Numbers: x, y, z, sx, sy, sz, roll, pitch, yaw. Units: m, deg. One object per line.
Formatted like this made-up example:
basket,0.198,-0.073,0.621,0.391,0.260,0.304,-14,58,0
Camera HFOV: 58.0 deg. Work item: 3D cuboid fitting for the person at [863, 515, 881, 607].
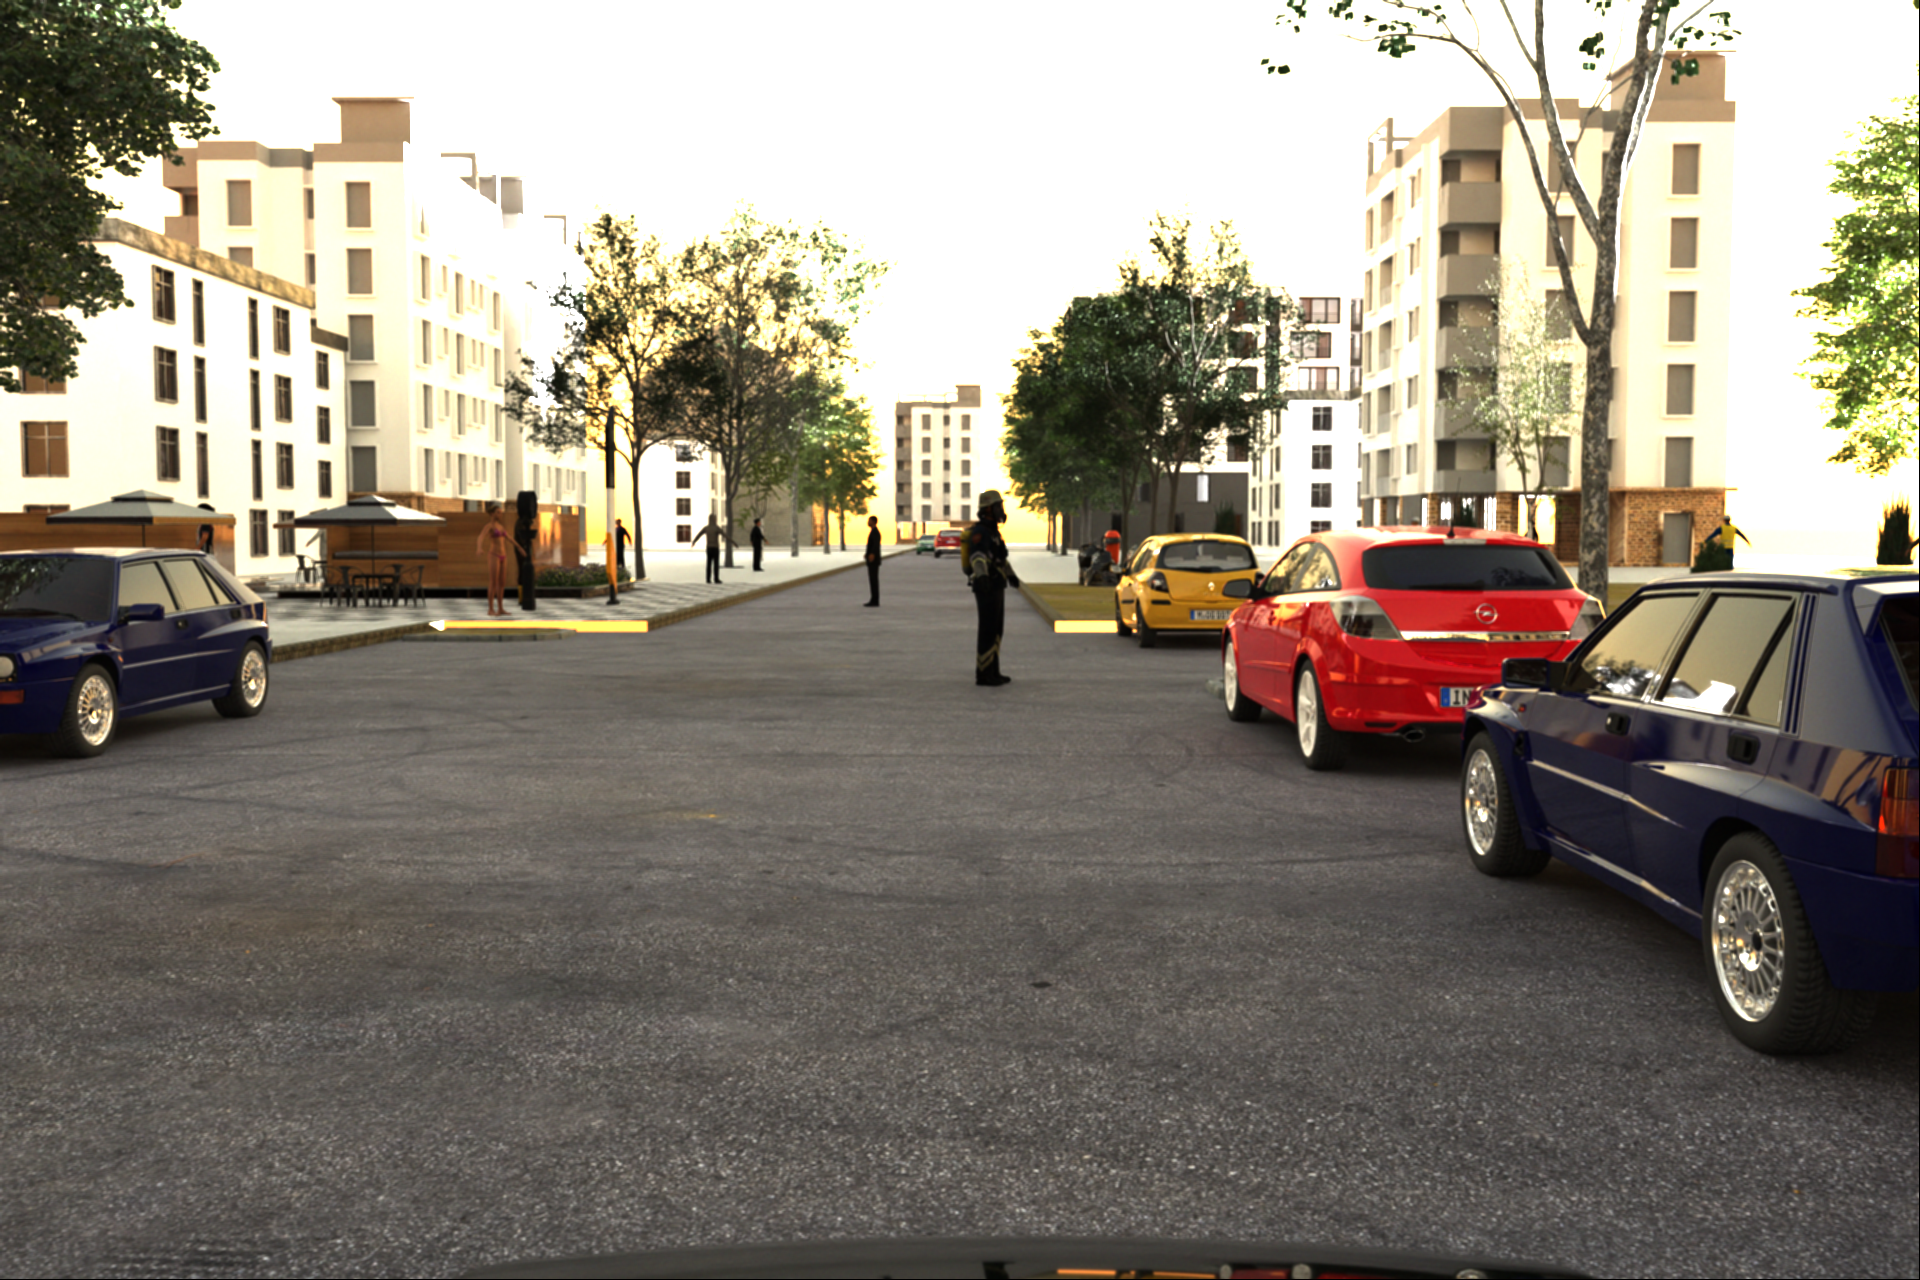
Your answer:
person,-1.743,-1.568,34.312,0.704,1.802,1.346,0,4,-8

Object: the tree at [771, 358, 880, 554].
tree,-9.006,-11.813,111.274,7.486,12.596,7.792,0,3,0

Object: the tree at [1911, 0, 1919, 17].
tree,8.369,-5.552,8.900,7.486,12.596,7.792,0,3,0

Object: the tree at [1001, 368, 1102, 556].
tree,6.210,-10.851,103.176,9.928,11.665,9.643,0,3,0

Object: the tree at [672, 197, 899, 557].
tree,-9.981,-14.793,97.747,12.611,20.169,13.585,0,3,0

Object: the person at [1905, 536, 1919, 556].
person,16.806,-1.416,29.426,1.348,1.796,0.705,3,4,36

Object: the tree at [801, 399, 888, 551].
tree,-9.037,-12.609,131.909,9.928,11.665,9.643,0,3,0

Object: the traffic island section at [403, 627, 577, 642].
traffic island section,-6.431,-0.073,24.061,1.991,0.108,1.994,0,4,1

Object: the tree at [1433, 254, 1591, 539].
tree,15.033,-5.790,45.034,4.360,8.622,3.978,0,3,0

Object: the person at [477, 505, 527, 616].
person,-7.239,-1.254,27.301,0.721,1.733,1.217,1,4,21

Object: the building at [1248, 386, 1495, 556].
building,23.464,-9.721,101.084,9.099,9.664,28.070,0,4,0

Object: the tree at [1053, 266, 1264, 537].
tree,6.683,-7.510,57.208,7.601,10.594,8.767,-2,4,-23

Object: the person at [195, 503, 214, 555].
person,-13.368,-1.495,30.594,0.704,1.843,1.345,-1,4,-20

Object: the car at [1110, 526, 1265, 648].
car,3.071,-0.796,23.235,2.015,1.641,3.980,0,4,-1

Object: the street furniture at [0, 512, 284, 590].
street furniture,-19.854,-1.842,36.972,9.812,1.723,11.010,-1,4,-10

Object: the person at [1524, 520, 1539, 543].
person,20.807,-3.490,63.245,1.347,1.806,0.705,-3,5,-41

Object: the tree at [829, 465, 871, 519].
tree,-14.785,-17.518,220.837,7.601,10.594,8.767,0,4,1

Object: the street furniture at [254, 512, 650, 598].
street furniture,-9.677,-1.908,38.057,9.812,1.723,11.010,0,4,-1

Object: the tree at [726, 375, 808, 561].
tree,-9.250,-7.995,81.082,4.737,8.622,4.395,0,3,0

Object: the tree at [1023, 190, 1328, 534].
tree,5.796,-6.951,48.057,8.767,10.594,7.601,1,4,9

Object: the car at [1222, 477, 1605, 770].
car,2.972,-0.182,12.009,2.155,1.783,4.494,0,4,-1

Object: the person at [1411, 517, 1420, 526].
person,12.963,-2.644,49.688,0.721,1.772,1.216,-1,4,-14

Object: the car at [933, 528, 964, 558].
car,-0.525,-5.938,105.759,2.281,1.827,5.304,0,4,0

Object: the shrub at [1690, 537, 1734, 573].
shrub,17.256,-1.752,39.755,1.383,1.207,1.383,0,3,0

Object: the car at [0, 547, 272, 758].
car,-6.390,0.018,12.292,1.945,1.354,3.894,0,3,0

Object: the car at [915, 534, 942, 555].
car,-2.122,-6.757,122.277,2.131,1.459,4.920,0,3,0

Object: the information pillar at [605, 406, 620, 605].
information pillar,-6.345,-2.454,31.477,0.183,3.616,0.504,0,4,1

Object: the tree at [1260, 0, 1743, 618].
tree,9.279,-10.392,25.797,12.611,20.169,13.585,0,3,0

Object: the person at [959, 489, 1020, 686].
person,0.315,-0.504,16.481,0.705,1.856,1.354,1,4,14

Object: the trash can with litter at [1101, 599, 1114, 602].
trash can with litter,3.519,-1.286,32.091,1.678,1.210,2.233,0,4,-1

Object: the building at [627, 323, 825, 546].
building,-24.576,-21.828,187.820,19.493,23.208,18.063,0,4,0

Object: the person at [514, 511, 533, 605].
person,-7.910,-1.553,31.523,0.704,1.812,1.346,-1,4,-15

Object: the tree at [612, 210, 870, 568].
tree,-8.663,-9.485,65.442,12.009,13.543,11.850,0,3,0

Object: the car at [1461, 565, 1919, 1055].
car,3.038,0.396,6.108,1.945,1.354,3.894,0,3,0

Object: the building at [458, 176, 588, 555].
building,-27.883,-14.462,92.879,16.016,20.090,11.380,0,4,1

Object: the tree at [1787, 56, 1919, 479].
tree,22.437,-7.380,38.793,7.486,12.596,7.792,0,3,0

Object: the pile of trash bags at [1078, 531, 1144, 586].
pile of trash bags,3.942,-2.095,44.012,1.912,1.369,3.447,0,4,1

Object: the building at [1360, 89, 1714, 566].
building,23.983,-13.675,80.007,16.016,20.090,11.380,0,4,0

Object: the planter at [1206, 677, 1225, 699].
planter,3.252,0.342,15.552,1.991,0.319,1.994,0,4,0

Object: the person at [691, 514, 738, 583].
person,-6.453,-2.396,45.299,1.348,1.813,0.705,1,4,18

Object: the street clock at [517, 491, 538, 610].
street clock,-7.270,-1.503,29.143,0.358,2.002,0.471,0,4,1

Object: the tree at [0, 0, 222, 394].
tree,-12.288,-6.805,17.915,9.857,13.997,8.962,0,3,0

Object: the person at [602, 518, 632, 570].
person,-11.347,-3.140,57.571,1.346,1.802,0.704,3,4,36

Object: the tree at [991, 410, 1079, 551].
tree,6.821,-13.454,130.348,12.009,13.543,11.850,0,3,0

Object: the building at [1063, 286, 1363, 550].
building,23.238,-19.286,159.304,27.936,21.610,32.646,0,3,0

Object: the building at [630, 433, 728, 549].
building,-25.436,-13.191,157.818,9.099,9.664,28.070,0,4,0

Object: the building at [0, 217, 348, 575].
building,-26.844,-7.213,60.080,9.099,9.664,28.070,0,4,0

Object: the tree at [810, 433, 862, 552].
tree,-8.676,-10.504,122.096,4.737,8.622,4.395,0,3,0

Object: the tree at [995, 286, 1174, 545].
tree,6.652,-11.272,90.957,9.857,13.997,8.962,0,3,0

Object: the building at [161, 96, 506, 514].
building,-28.441,-13.453,76.381,16.016,20.090,11.380,0,4,-1

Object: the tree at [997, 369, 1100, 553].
tree,6.194,-12.032,114.855,7.486,12.596,7.792,0,3,0

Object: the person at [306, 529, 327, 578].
person,-18.494,-2.704,50.402,0.705,1.806,1.347,1,4,19

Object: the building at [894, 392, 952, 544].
building,-7.985,-22.219,222.149,11.380,20.090,16.016,0,4,-7

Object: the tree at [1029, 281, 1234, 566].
tree,6.801,-8.784,69.381,9.928,11.665,9.643,0,3,0

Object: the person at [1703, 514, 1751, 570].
person,21.109,-2.552,47.691,1.349,1.833,0.705,0,4,7

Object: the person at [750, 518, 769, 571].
person,-7.019,-3.319,60.193,0.705,1.837,1.347,-2,4,-31

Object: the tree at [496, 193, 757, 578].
tree,-9.337,-6.977,48.486,7.601,10.594,8.767,-2,4,-28
